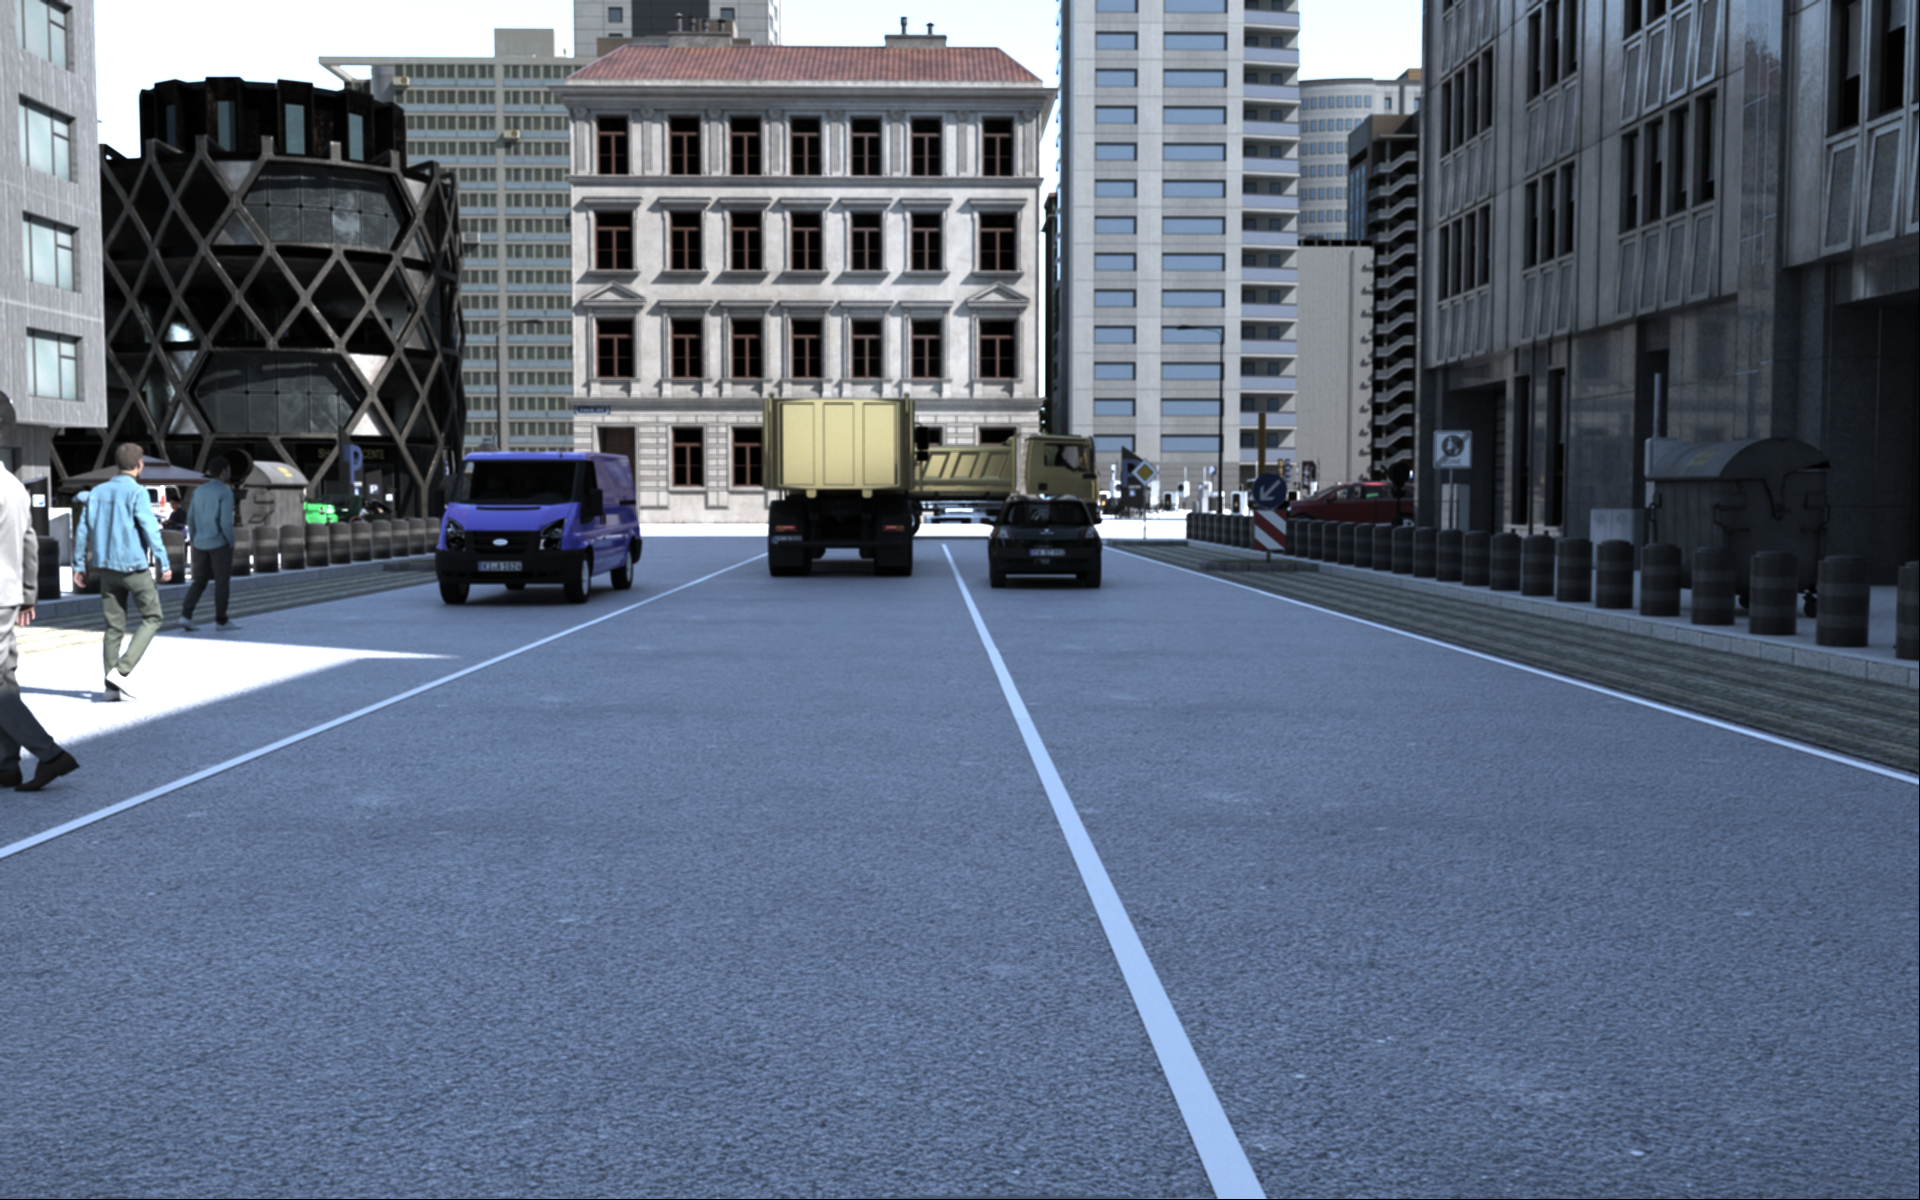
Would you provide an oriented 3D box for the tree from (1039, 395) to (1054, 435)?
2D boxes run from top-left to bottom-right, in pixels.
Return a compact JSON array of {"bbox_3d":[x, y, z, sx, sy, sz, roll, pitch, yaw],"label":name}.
[{"bbox_3d":[5.436,-14.197,154.183,6.751,12.117,7.091,0,3,0],"label":"tree"}]

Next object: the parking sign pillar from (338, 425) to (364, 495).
[{"bbox_3d":[-24.103,-4.900,68.592,1.447,3.967,1.447,0,4,6],"label":"parking sign pillar"}]

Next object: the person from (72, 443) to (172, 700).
[{"bbox_3d":[-5.800,-0.192,11.975,0.601,1.785,0.444,1,4,18],"label":"person"}]

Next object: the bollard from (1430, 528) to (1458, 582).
[{"bbox_3d":[7.232,-0.661,25.521,0.404,0.777,0.398,0,3,0],"label":"bollard"}]

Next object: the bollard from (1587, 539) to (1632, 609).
[{"bbox_3d":[7.375,-0.293,19.504,0.404,0.777,0.398,0,3,0],"label":"bollard"}]

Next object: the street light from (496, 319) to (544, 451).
[{"bbox_3d":[-11.724,-4.497,46.064,1.470,5.913,1.316,0,4,-1],"label":"street light"}]

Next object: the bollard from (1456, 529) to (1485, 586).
[{"bbox_3d":[7.266,-0.587,24.313,0.404,0.777,0.398,0,3,0],"label":"bollard"}]

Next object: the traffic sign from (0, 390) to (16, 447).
[{"bbox_3d":[-11.399,-1.232,20.253,0.768,2.556,0.104,0,4,5],"label":"traffic sign"}]

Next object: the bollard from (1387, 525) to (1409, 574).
[{"bbox_3d":[7.179,-0.808,27.934,0.404,0.777,0.398,0,3,0],"label":"bollard"}]

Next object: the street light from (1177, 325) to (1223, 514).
[{"bbox_3d":[6.650,-4.600,47.751,1.470,5.913,1.316,0,4,-1],"label":"street light"}]

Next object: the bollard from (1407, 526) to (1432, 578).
[{"bbox_3d":[7.206,-0.735,26.733,0.404,0.777,0.398,0,3,0],"label":"bollard"}]

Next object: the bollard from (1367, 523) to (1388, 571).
[{"bbox_3d":[7.152,-0.882,29.136,0.404,0.777,0.398,0,3,0],"label":"bollard"}]

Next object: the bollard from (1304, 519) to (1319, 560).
[{"bbox_3d":[7.041,-1.178,33.976,0.404,0.777,0.398,0,3,0],"label":"bollard"}]

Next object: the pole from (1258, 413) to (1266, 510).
[{"bbox_3d":[7.610,-3.049,43.696,0.158,3.312,0.155,0,3,0],"label":"pole"}]

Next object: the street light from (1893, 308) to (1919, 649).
[{"bbox_3d":[7.390,-2.550,14.230,1.470,5.913,1.316,0,4,-1],"label":"street light"}]

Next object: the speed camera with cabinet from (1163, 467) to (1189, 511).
[{"bbox_3d":[16.029,-8.200,128.408,0.660,3.252,2.038,-3,5,-42],"label":"speed camera with cabinet"}]

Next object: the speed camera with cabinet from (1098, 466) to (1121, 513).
[{"bbox_3d":[10.215,-7.657,119.532,2.038,3.252,0.660,-2,4,-31],"label":"speed camera with cabinet"}]

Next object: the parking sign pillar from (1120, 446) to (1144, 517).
[{"bbox_3d":[9.590,-6.582,96.086,1.447,3.967,1.447,1,4,15],"label":"parking sign pillar"}]

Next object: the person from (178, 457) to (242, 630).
[{"bbox_3d":[-7.911,-0.593,18.210,0.660,1.820,0.620,1,4,21],"label":"person"}]

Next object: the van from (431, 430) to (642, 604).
[{"bbox_3d":[-5.872,-1.228,24.458,2.240,2.365,5.245,0,4,-1],"label":"van"}]

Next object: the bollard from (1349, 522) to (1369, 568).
[{"bbox_3d":[7.122,-0.956,30.352,0.404,0.777,0.398,0,3,0],"label":"bollard"}]

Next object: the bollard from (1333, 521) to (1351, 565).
[{"bbox_3d":[7.095,-1.030,31.564,0.404,0.777,0.398,0,3,0],"label":"bollard"}]

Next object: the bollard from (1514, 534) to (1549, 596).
[{"bbox_3d":[7.316,-0.440,21.906,0.404,0.777,0.398,0,3,0],"label":"bollard"}]

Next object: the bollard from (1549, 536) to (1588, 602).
[{"bbox_3d":[7.346,-0.366,20.705,0.404,0.777,0.398,0,3,0],"label":"bollard"}]

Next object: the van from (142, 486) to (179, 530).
[{"bbox_3d":[-31.603,-3.558,65.185,4.112,2.044,2.013,0,4,-2],"label":"van"}]

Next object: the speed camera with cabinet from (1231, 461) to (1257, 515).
[{"bbox_3d":[17.328,-6.761,104.879,0.660,3.252,2.038,-2,4,-34],"label":"speed camera with cabinet"}]

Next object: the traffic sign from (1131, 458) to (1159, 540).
[{"bbox_3d":[5.186,-2.751,48.623,0.795,2.450,0.064,0,4,-1],"label":"traffic sign"}]

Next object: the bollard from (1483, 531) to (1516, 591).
[{"bbox_3d":[7.285,-0.513,23.112,0.404,0.777,0.398,0,3,0],"label":"bollard"}]

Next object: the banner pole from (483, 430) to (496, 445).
[{"bbox_3d":[-18.512,-4.788,68.308,0.863,3.779,0.401,2,4,33],"label":"banner pole"}]

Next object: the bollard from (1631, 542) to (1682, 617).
[{"bbox_3d":[7.400,-0.219,18.295,0.404,0.777,0.398,0,3,0],"label":"bollard"}]

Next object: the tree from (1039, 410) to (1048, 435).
[{"bbox_3d":[5.556,-11.648,140.809,4.737,8.622,4.395,0,3,0],"label":"tree"}]

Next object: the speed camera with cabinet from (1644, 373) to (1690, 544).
[{"bbox_3d":[11.482,-2.042,27.728,0.660,3.252,2.038,1,4,10],"label":"speed camera with cabinet"}]

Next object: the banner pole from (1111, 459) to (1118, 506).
[{"bbox_3d":[11.023,-8.144,123.177,0.863,3.779,0.401,-3,5,-43],"label":"banner pole"}]

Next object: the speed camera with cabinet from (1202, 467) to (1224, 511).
[{"bbox_3d":[18.414,-8.080,126.438,0.660,3.252,2.038,-2,4,-31],"label":"speed camera with cabinet"}]

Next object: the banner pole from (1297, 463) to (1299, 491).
[{"bbox_3d":[26.868,-9.041,137.843,0.401,3.779,0.863,1,4,19],"label":"banner pole"}]

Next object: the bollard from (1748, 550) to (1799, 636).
[{"bbox_3d":[7.454,-0.071,15.871,0.404,0.777,0.398,0,3,0],"label":"bollard"}]

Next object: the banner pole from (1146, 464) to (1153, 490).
[{"bbox_3d":[13.737,-8.388,127.156,0.863,3.779,0.401,0,4,-2],"label":"banner pole"}]

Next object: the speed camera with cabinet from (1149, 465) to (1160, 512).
[{"bbox_3d":[13.459,-7.686,119.997,0.660,3.252,2.038,0,4,4],"label":"speed camera with cabinet"}]

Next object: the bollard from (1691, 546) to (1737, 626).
[{"bbox_3d":[7.429,-0.144,17.072,0.404,0.777,0.398,0,3,0],"label":"bollard"}]

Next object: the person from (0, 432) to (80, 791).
[{"bbox_3d":[-4.739,0.012,8.417,0.853,1.813,0.709,-1,4,-14],"label":"person"}]

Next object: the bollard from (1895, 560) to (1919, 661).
[{"bbox_3d":[7.508,0.077,13.462,0.404,0.777,0.398,0,3,0],"label":"bollard"}]

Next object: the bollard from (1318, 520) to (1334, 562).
[{"bbox_3d":[7.069,-1.104,32.773,0.404,0.777,0.398,0,3,0],"label":"bollard"}]

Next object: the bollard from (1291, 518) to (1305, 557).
[{"bbox_3d":[7.017,-1.252,35.187,0.404,0.777,0.398,0,3,0],"label":"bollard"}]

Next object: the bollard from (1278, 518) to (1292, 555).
[{"bbox_3d":[6.986,-1.325,36.388,0.404,0.777,0.398,0,3,0],"label":"bollard"}]

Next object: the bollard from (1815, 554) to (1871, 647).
[{"bbox_3d":[7.479,0.003,14.666,0.404,0.777,0.398,0,3,0],"label":"bollard"}]

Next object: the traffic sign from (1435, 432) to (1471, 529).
[{"bbox_3d":[7.977,-1.590,28.124,0.606,2.300,0.079,0,4,0],"label":"traffic sign"}]

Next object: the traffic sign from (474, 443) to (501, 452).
[{"bbox_3d":[-11.888,-2.658,43.563,0.768,2.556,0.104,0,4,0],"label":"traffic sign"}]
